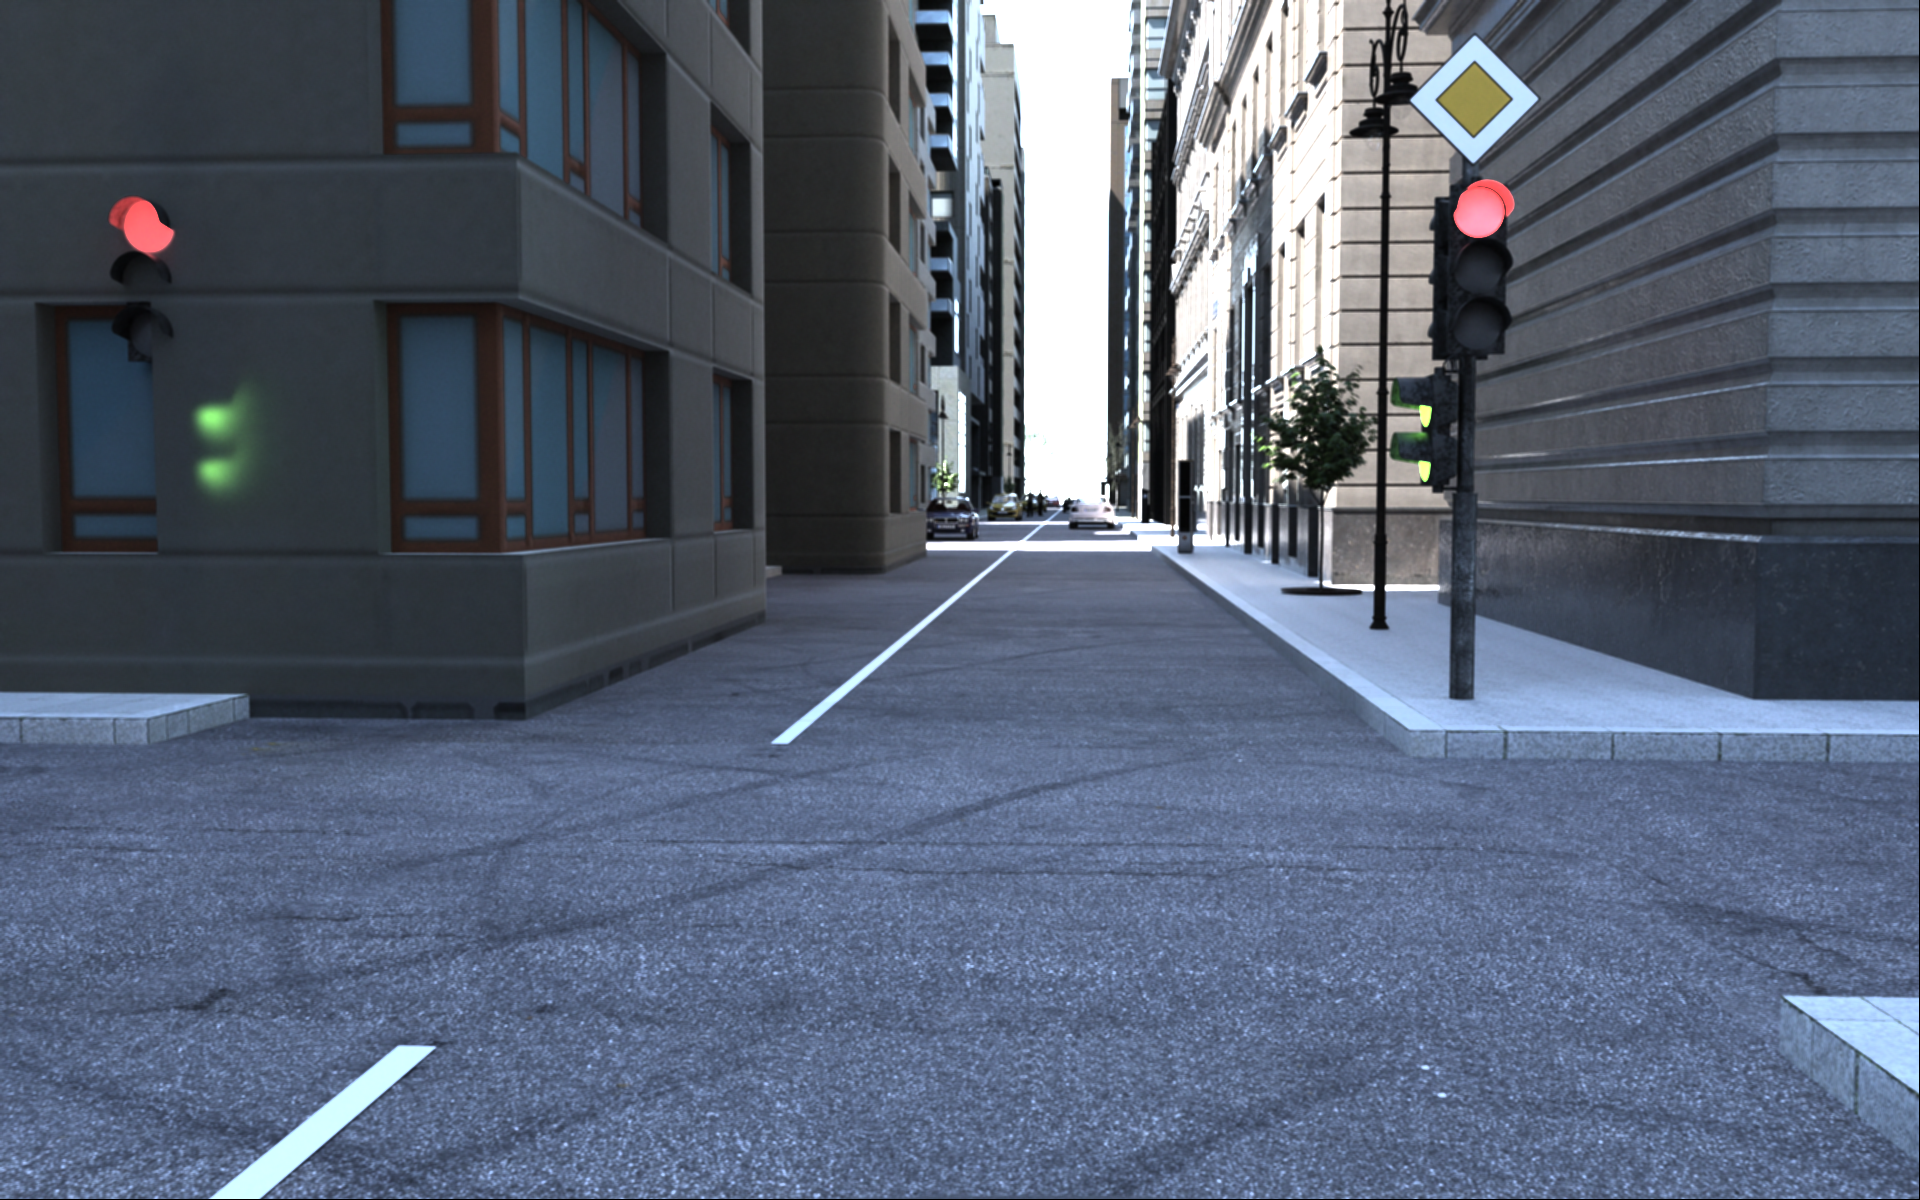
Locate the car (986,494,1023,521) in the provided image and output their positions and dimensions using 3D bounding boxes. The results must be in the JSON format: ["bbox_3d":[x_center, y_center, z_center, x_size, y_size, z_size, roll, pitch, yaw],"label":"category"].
[{"bbox_3d":[2.445,-5.114,93.844,2.015,1.641,3.980,0,4,5],"label":"car"}]

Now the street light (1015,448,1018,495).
[{"bbox_3d":[5.518,-12.170,171.769,0.468,5.910,1.993,0,4,4],"label":"street light"}]

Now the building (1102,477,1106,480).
[{"bbox_3d":[28.868,-35.772,204.478,23.786,49.044,30.456,0,4,4],"label":"building"}]

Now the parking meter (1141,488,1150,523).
[{"bbox_3d":[8.122,-4.123,75.826,0.372,1.533,0.369,0,3,0],"label":"parking meter"}]

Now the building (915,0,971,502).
[{"bbox_3d":[-10.165,-48.213,100.950,22.319,86.520,31.000,0,4,4],"label":"building"}]

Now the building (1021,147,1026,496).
[{"bbox_3d":[0.283,-31.496,198.546,14.154,41.232,14.086,0,4,4],"label":"building"}]

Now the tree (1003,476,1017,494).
[{"bbox_3d":[4.611,-10.230,161.859,1.663,3.219,1.824,0,3,0],"label":"tree"}]

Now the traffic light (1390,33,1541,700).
[{"bbox_3d":[3.129,-1.335,10.755,0.839,4.253,0.868,0,4,4],"label":"traffic light"}]

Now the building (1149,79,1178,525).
[{"bbox_3d":[15.032,-15.154,77.452,12.332,23.373,15.834,0,4,4],"label":"building"}]

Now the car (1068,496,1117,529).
[{"bbox_3d":[5.559,-3.694,72.764,2.083,1.381,4.827,0,4,6],"label":"car"}]

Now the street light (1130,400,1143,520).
[{"bbox_3d":[8.737,-6.870,85.113,0.468,5.910,1.993,0,4,4],"label":"street light"}]

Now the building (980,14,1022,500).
[{"bbox_3d":[-4.605,-34.055,180.505,21.300,48.544,21.600,0,4,4],"label":"building"}]

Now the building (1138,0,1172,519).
[{"bbox_3d":[16.749,-25.070,93.490,14.154,41.232,14.086,0,4,4],"label":"building"}]

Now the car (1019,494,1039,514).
[{"bbox_3d":[5.174,-7.253,128.804,2.015,1.641,3.980,0,4,3],"label":"car"}]

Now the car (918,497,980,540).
[{"bbox_3d":[-0.327,-2.615,55.336,1.945,1.354,3.894,0,4,3],"label":"car"}]

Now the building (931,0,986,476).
[{"bbox_3d":[-12.093,-33.175,131.649,28.713,52.752,27.495,0,4,4],"label":"building"}]

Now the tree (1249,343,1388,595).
[{"bbox_3d":[4.544,-1.697,22.355,1.663,3.219,1.824,0,3,0],"label":"tree"}]

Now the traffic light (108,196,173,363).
[{"bbox_3d":[-5.114,-1.369,11.307,0.839,4.253,0.868,0,4,4],"label":"traffic light"}]

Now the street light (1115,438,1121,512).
[{"bbox_3d":[11.572,-9.432,127.008,0.468,5.910,1.993,0,4,4],"label":"street light"}]

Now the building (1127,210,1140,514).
[{"bbox_3d":[25.427,-16.533,115.354,27.650,21.520,28.899,0,4,4],"label":"building"}]

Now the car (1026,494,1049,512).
[{"bbox_3d":[6.107,-7.877,139.013,2.015,1.641,3.980,0,4,2],"label":"car"}]

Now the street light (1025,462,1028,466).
[{"bbox_3d":[7.852,-14.268,206.073,0.468,5.910,1.993,0,4,4],"label":"street light"}]

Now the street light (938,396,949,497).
[{"bbox_3d":[-0.791,-6.581,80.379,0.468,5.910,1.993,0,4,4],"label":"street light"}]

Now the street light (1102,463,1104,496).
[{"bbox_3d":[14.938,-12.436,176.111,0.468,5.910,1.993,0,4,4],"label":"street light"}]

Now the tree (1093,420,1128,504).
[{"bbox_3d":[15.308,-13.505,171.165,4.360,8.622,3.978,0,3,0],"label":"tree"}]

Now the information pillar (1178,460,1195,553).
[{"bbox_3d":[4.901,-2.022,37.546,0.304,2.012,0.304,1,4,17],"label":"information pillar"}]

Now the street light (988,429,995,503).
[{"bbox_3d":[2.183,-9.194,123.106,0.468,5.910,1.993,0,4,4],"label":"street light"}]

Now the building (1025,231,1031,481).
[{"bbox_3d":[-2.951,-36.817,221.573,23.786,49.044,30.456,0,4,4],"label":"building"}]

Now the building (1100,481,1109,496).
[{"bbox_3d":[35.006,-33.008,231.563,32.217,40.220,23.993,0,4,4],"label":"building"}]

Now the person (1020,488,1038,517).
[{"bbox_3d":[4.383,-6.137,108.856,1.348,1.823,0.705,2,4,34],"label":"person"}]

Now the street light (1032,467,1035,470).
[{"bbox_3d":[10.258,-16.371,240.445,0.468,5.910,1.993,0,4,4],"label":"street light"}]

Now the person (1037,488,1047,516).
[{"bbox_3d":[5.317,-6.427,113.674,0.705,1.812,1.348,-2,4,-25],"label":"person"}]

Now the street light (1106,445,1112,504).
[{"bbox_3d":[14.031,-11.539,161.444,0.468,5.910,1.993,0,4,4],"label":"street light"}]

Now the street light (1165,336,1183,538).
[{"bbox_3d":[6.259,-4.774,50.841,0.468,5.910,1.993,0,4,4],"label":"street light"}]

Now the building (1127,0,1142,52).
[{"bbox_3d":[25.276,-32.129,144.919,23.786,49.044,30.456,0,4,4],"label":"building"}]

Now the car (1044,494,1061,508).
[{"bbox_3d":[9.357,-10.320,177.766,2.155,1.783,4.494,0,4,6],"label":"car"}]

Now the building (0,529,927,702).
[{"bbox_3d":[-15.554,-11.047,25.654,27.650,21.520,28.899,0,4,4],"label":"building"}]

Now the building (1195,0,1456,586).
[{"bbox_3d":[11.674,-14.550,35.159,12.463,27.353,25.104,0,4,4],"label":"building"}]

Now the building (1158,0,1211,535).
[{"bbox_3d":[12.982,-13.617,58.802,11.583,22.565,21.152,0,4,4],"label":"building"}]

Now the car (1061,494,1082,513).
[{"bbox_3d":[8.806,-7.588,133.851,2.009,1.686,4.222,0,4,4],"label":"car"}]

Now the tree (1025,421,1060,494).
[{"bbox_3d":[10.447,-19.586,245.986,9.928,11.665,9.643,0,3,0],"label":"tree"}]

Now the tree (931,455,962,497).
[{"bbox_3d":[-0.693,-5.576,85.773,1.663,3.219,1.824,0,3,0],"label":"tree"}]

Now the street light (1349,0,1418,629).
[{"bbox_3d":[3.991,-2.662,16.310,0.468,5.910,1.993,0,4,4],"label":"street light"}]

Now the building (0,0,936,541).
[{"bbox_3d":[-15.879,-13.462,65.150,27.650,21.520,28.899,0,4,4],"label":"building"}]

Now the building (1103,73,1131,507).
[{"bbox_3d":[22.548,-32.574,182.687,14.600,45.320,14.200,0,4,4],"label":"building"}]

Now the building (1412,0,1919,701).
[{"bbox_3d":[14.499,-11.336,14.223,19.941,23.489,11.050,0,4,4],"label":"building"}]

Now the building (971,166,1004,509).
[{"bbox_3d":[-3.469,-23.303,152.711,14.160,30.474,14.107,0,4,4],"label":"building"}]

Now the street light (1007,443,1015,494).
[{"bbox_3d":[4.493,-11.305,157.626,0.468,5.910,1.993,0,4,4],"label":"street light"}]
